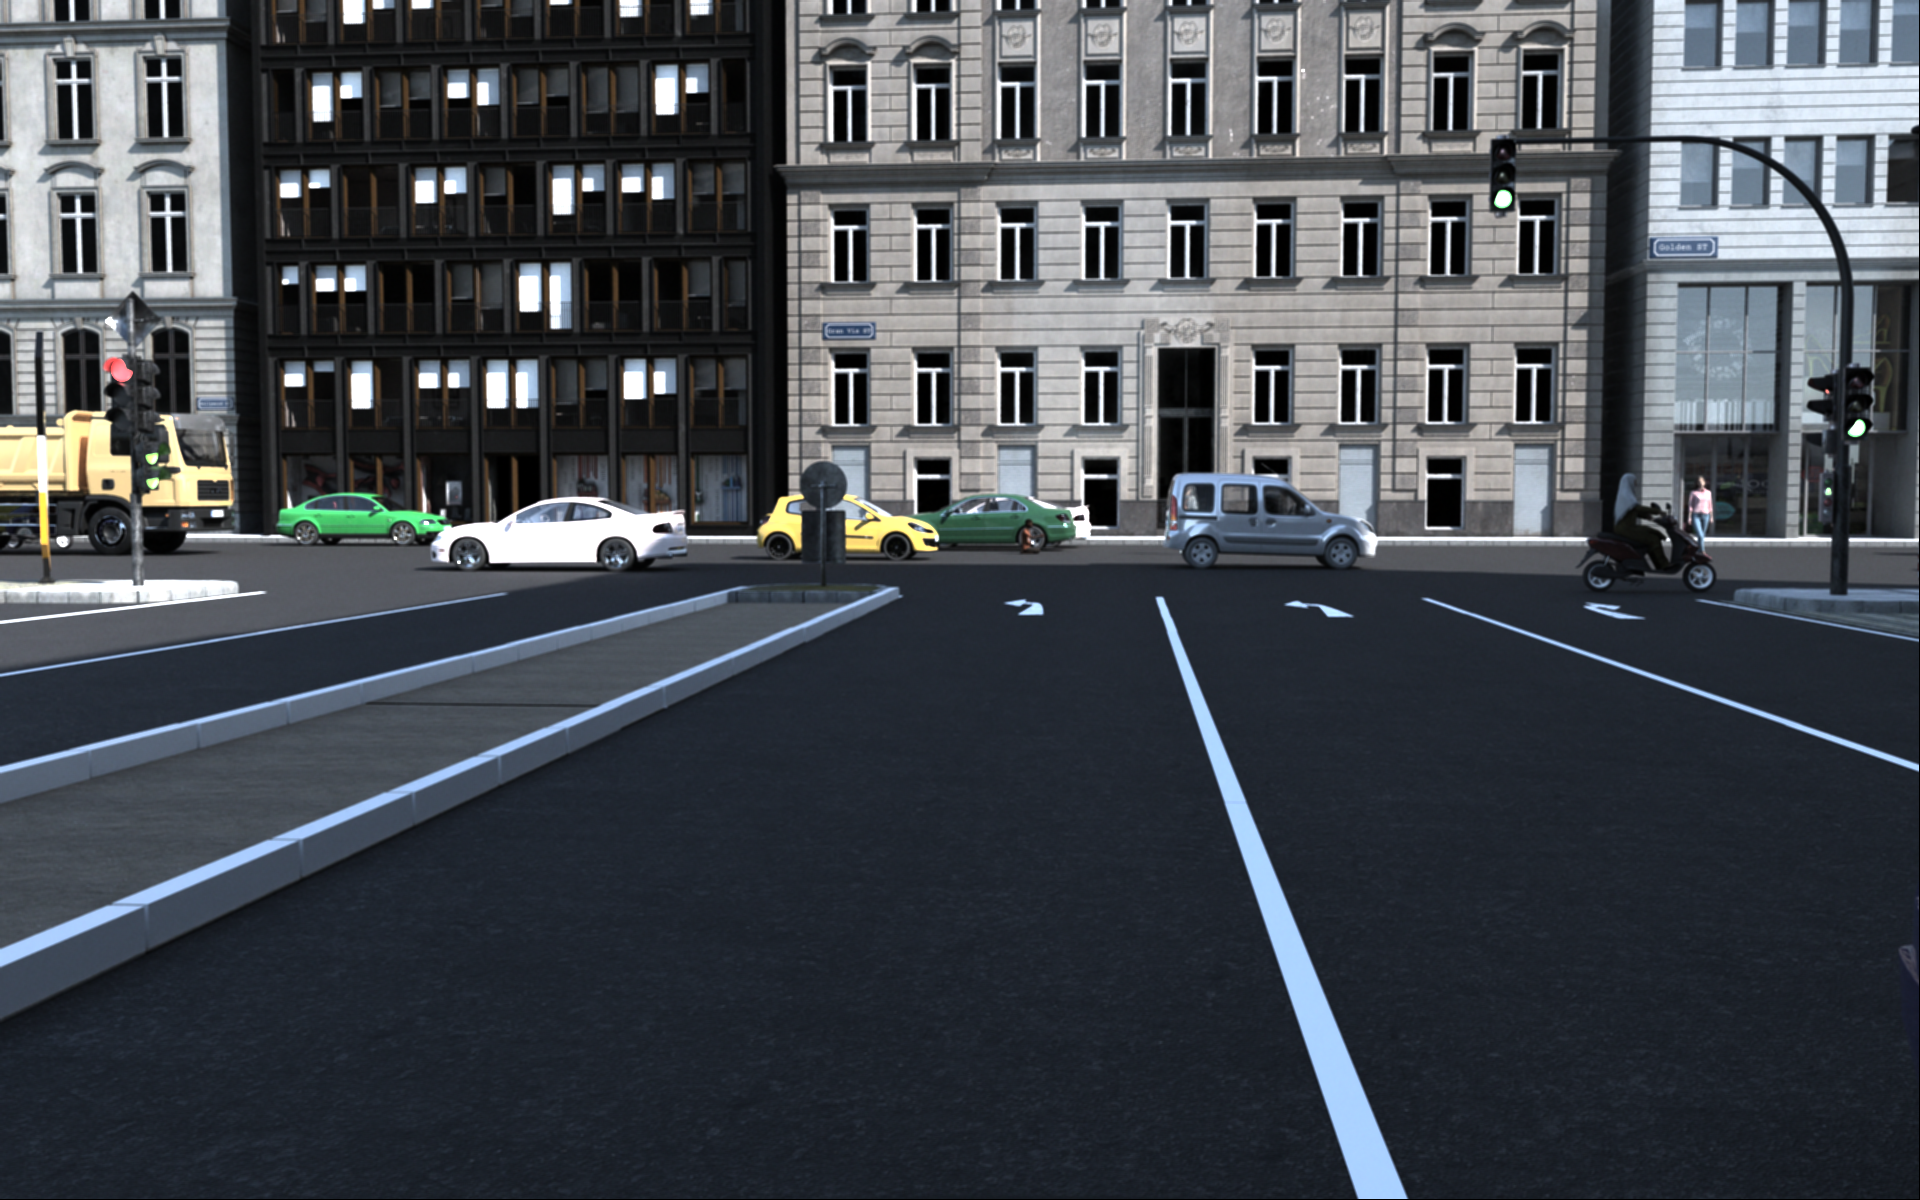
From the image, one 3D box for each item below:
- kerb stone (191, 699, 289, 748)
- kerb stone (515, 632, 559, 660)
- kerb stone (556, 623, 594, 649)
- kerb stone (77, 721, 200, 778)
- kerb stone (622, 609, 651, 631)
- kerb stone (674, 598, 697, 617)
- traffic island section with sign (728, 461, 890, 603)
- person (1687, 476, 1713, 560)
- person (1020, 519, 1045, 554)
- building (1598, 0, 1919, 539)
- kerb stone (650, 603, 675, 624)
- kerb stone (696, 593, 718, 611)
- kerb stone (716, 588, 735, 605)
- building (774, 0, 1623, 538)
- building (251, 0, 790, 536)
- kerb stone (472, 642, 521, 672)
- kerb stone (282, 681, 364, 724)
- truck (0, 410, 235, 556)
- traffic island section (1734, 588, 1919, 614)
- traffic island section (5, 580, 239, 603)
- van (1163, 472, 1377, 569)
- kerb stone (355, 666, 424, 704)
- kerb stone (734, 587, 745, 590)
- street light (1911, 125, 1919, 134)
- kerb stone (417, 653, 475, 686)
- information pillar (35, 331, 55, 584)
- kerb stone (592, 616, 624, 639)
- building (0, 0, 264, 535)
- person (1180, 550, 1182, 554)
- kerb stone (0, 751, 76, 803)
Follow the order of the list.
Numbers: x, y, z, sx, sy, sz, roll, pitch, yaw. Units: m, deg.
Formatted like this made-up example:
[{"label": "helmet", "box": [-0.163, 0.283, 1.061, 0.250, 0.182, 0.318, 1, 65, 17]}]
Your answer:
[{"label": "kerb stone", "box": [-4.265, 0.735, 10.203, 0.120, 0.150, 1.000, 0, 4, 5]}, {"label": "kerb stone", "box": [-3.788, 0.420, 15.327, 0.120, 0.150, 1.000, 0, 4, 5]}, {"label": "kerb stone", "box": [-3.696, 0.357, 16.359, 0.120, 0.150, 1.000, 0, 4, 5]}, {"label": "kerb stone", "box": [-4.368, 0.796, 9.183, 0.120, 0.150, 1.000, 0, 4, 5]}, {"label": "kerb stone", "box": [-3.504, 0.231, 18.412, 0.120, 0.150, 1.000, 0, 4, 5]}, {"label": "kerb stone", "box": [-3.318, 0.111, 20.456, 0.120, 0.150, 1.000, 0, 4, 5]}, {"label": "traffic island section with sign", "box": [-1.964, -0.942, 23.540, 2.006, 1.907, 1.989, 0, 4, 5]}, {"label": "person", "box": [15.926, -1.761, 37.294, 0.555, 1.821, 0.388, -1, 4, -11]}, {"label": "person", "box": [1.735, -1.521, 41.660, 0.655, 0.850, 0.859, 1, 4, 14]}, {"label": "building", "box": [34.763, -16.847, 52.945, 29.804, 29.767, 11.434, 0, 4, 5]}, {"label": "kerb stone", "box": [-3.410, 0.169, 19.434, 0.120, 0.150, 1.000, 0, 4, 5]}, {"label": "kerb stone", "box": [-3.214, 0.044, 21.476, 0.120, 0.150, 1.000, 0, 4, 5]}, {"label": "kerb stone", "box": [-3.121, -0.018, 22.498, 0.120, 0.150, 1.000, 0, 4, 5]}, {"label": "building", "box": [7.277, -15.868, 56.704, 25.104, 27.353, 12.463, 0, 4, 5]}, {"label": "building", "box": [-13.139, -13.985, 58.337, 15.834, 23.373, 12.332, 0, 4, 5]}, {"label": "kerb stone", "box": [-3.882, 0.488, 14.304, 0.120, 0.150, 1.000, 0, 4, 5]}, {"label": "kerb stone", "box": [-4.161, 0.671, 11.231, 0.120, 0.150, 1.000, 0, 4, 5]}, {"label": "truck", "box": [-21.757, -2.787, 41.496, 9.791, 3.379, 3.469, 0, 4, 4]}, {"label": "traffic island section", "box": [11.208, 0.012, 22.083, 2.009, 0.180, 2.903, 0, 4, 5]}, {"label": "traffic island section", "box": [-11.485, -0.116, 24.184, 2.009, 0.180, 2.903, 0, 4, 5]}, {"label": "van", "box": [6.030, -1.637, 33.779, 4.112, 2.044, 2.013, 0, 4, 4]}, {"label": "kerb stone", "box": [-4.071, 0.608, 12.261, 0.120, 0.150, 1.000, 0, 4, 5]}, {"label": "kerb stone", "box": [-3.033, -0.080, 23.528, 0.120, 0.150, 1.000, 0, 4, 5]}, {"label": "street light", "box": [12.622, -3.014, 21.826, 1.470, 5.913, 1.316, 0, 4, 5]}, {"label": "kerb stone", "box": [-3.985, 0.548, 13.283, 0.120, 0.150, 1.000, 0, 4, 5]}, {"label": "information pillar", "box": [-13.124, -2.044, 24.775, 0.183, 3.616, 0.504, -2, 4, -24]}, {"label": "kerb stone", "box": [-3.598, 0.298, 17.380, 0.120, 0.150, 1.000, 0, 4, 5]}, {"label": "building", "box": [-39.141, -14.775, 60.663, 34.723, 24.649, 14.460, 0, 4, 5]}, {"label": "person", "box": [5.388, -1.925, 40.974, 0.512, 1.701, 0.522, 3, 4, 38]}, {"label": "kerb stone", "box": [-4.454, 0.859, 8.158, 0.120, 0.150, 1.000, 0, 4, 5]}]
